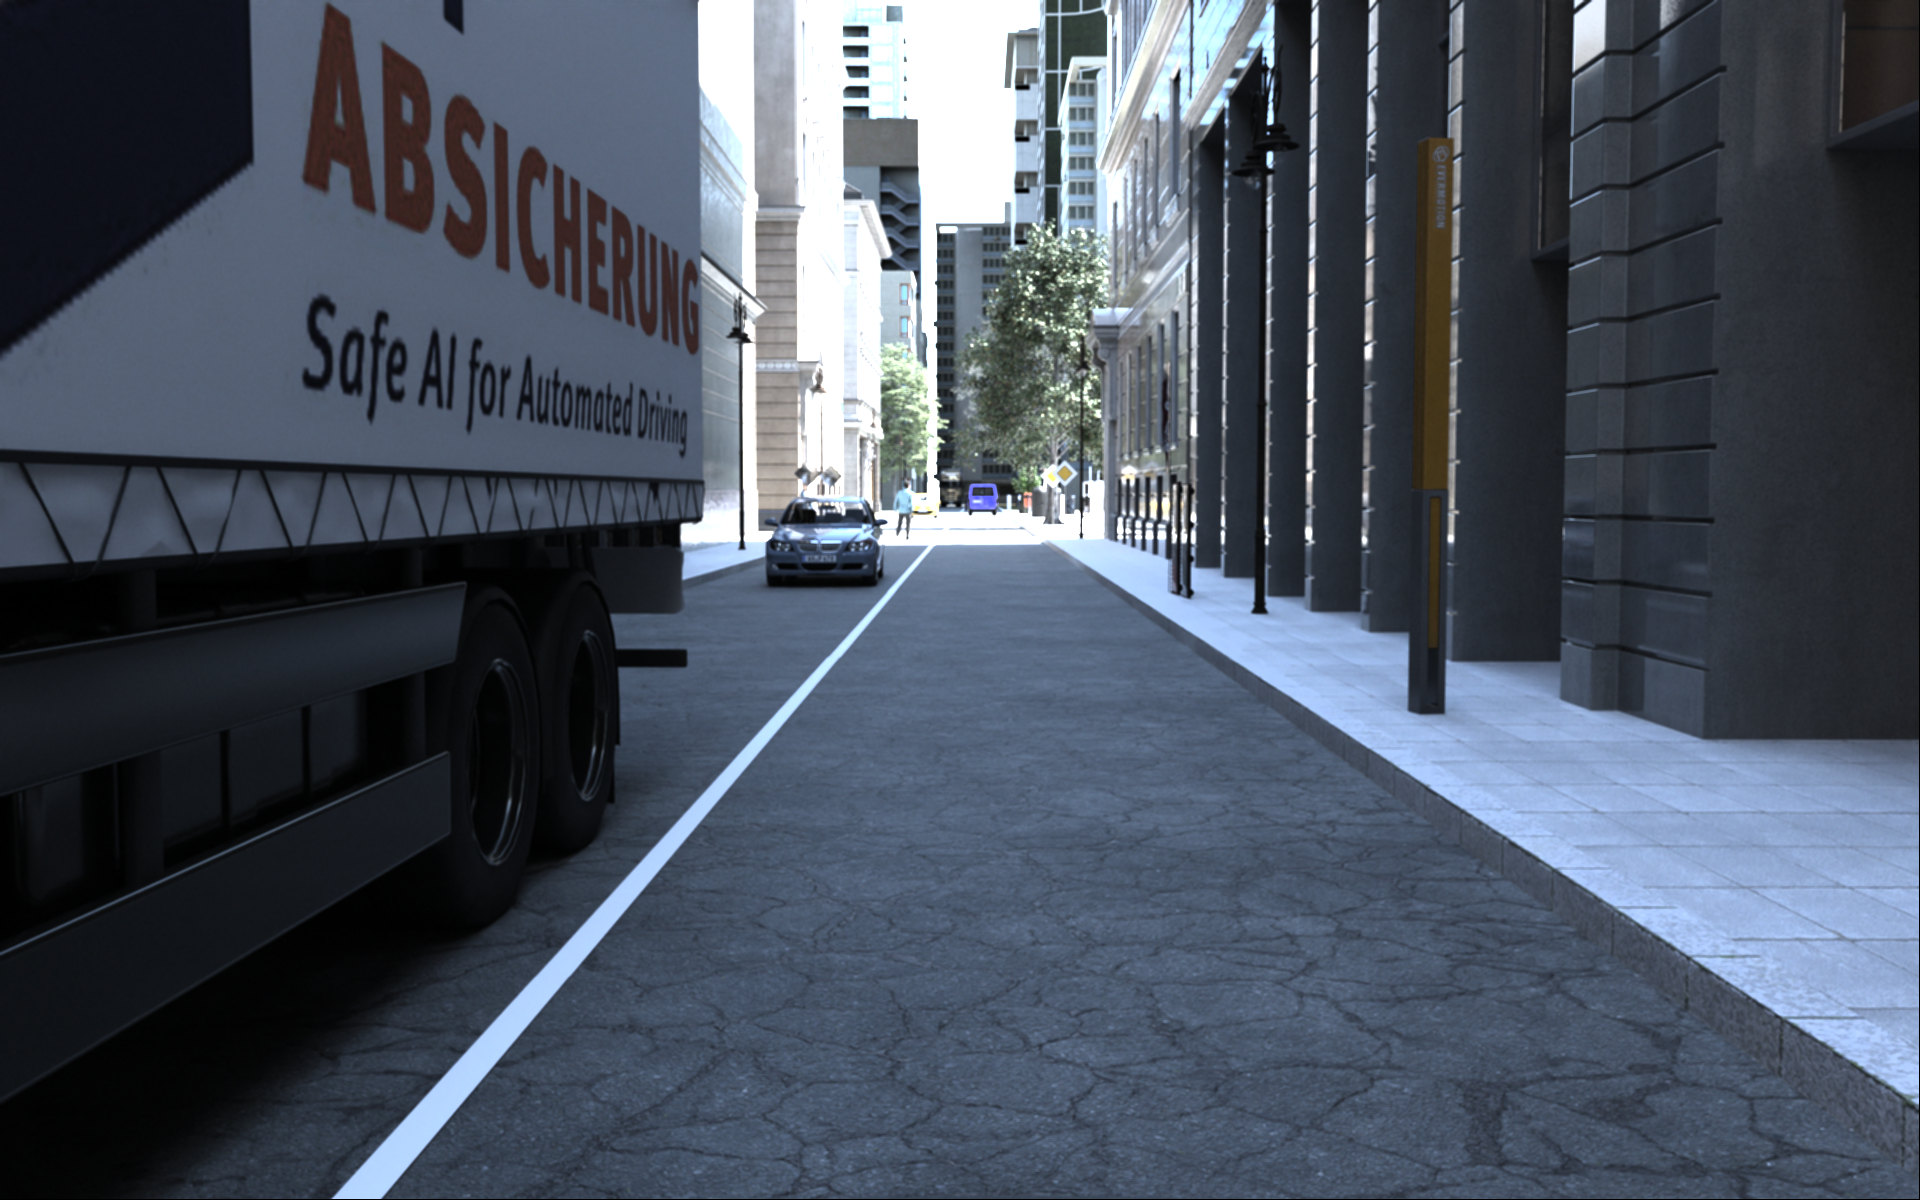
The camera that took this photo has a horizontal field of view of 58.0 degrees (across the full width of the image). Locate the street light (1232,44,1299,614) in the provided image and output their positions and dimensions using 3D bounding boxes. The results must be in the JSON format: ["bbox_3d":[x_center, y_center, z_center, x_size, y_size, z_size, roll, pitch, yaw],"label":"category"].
[{"bbox_3d":[3.222,-2.792,18.443,0.468,5.910,1.993,0,4,1],"label":"street light"}]

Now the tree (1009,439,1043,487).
[{"bbox_3d":[5.038,-11.285,134.865,4.360,8.622,3.978,0,3,0],"label":"tree"}]

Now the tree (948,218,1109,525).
[{"bbox_3d":[3.992,-9.484,72.065,9.611,12.733,9.660,0,3,0],"label":"tree"}]

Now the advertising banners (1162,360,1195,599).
[{"bbox_3d":[2.768,-1.585,22.099,0.090,3.025,2.074,0,4,-2],"label":"advertising banners"}]

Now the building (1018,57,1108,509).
[{"bbox_3d":[21.276,-27.931,148.549,32.217,40.220,23.993,0,4,1],"label":"building"}]

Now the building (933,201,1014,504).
[{"bbox_3d":[8.450,-33.045,232.166,23.993,40.220,32.217,0,4,1],"label":"building"}]

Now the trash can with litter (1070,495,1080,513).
[{"bbox_3d":[8.102,-6.707,120.721,1.678,1.210,2.233,2,4,30],"label":"trash can with litter"}]

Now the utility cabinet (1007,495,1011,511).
[{"bbox_3d":[3.773,-7.471,133.317,0.306,1.237,1.020,0,4,-1],"label":"utility cabinet"}]

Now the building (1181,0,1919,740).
[{"bbox_3d":[9.332,-14.543,15.276,11.434,29.767,29.804,0,4,1],"label":"building"}]

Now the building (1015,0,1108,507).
[{"bbox_3d":[16.018,-44.781,170.414,20.563,71.187,20.611,0,4,1],"label":"building"}]

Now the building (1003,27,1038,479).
[{"bbox_3d":[19.357,-37.047,194.953,28.713,52.752,27.495,0,4,1],"label":"building"}]

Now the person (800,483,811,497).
[{"bbox_3d":[-5.024,-2.918,56.236,0.581,1.822,0.654,-2,4,-28],"label":"person"}]

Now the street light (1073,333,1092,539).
[{"bbox_3d":[3.506,-4.715,49.879,0.468,5.910,1.993,0,4,1],"label":"street light"}]

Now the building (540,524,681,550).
[{"bbox_3d":[-11.420,-11.866,23.686,12.332,23.373,15.834,0,4,1],"label":"building"}]

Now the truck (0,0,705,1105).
[{"bbox_3d":[-2.756,-0.903,3.675,2.839,4.237,11.283,0,4,2],"label":"truck"}]

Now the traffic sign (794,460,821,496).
[{"bbox_3d":[-4.473,-2.892,50.921,0.795,2.450,0.064,0,4,1],"label":"traffic sign"}]

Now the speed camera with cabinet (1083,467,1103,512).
[{"bbox_3d":[9.648,-8.069,126.263,0.660,3.252,2.038,2,4,33],"label":"speed camera with cabinet"}]

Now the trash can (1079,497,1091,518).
[{"bbox_3d":[6.697,-4.956,92.684,0.748,1.137,0.748,0,3,0],"label":"trash can"}]

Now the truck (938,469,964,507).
[{"bbox_3d":[-0.992,-12.521,193.634,2.839,4.237,11.283,0,3,0],"label":"truck"}]

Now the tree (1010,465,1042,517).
[{"bbox_3d":[3.963,-7.081,110.379,1.663,3.219,1.824,0,3,0],"label":"tree"}]

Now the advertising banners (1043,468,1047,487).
[{"bbox_3d":[6.080,-7.360,116.522,0.090,3.025,2.074,2,4,30],"label":"advertising banners"}]

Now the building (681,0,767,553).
[{"bbox_3d":[-20.183,-12.794,42.469,30.059,22.955,16.112,0,4,1],"label":"building"}]

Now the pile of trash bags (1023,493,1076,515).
[{"bbox_3d":[5.527,-5.923,106.596,3.447,1.369,1.912,1,4,19],"label":"pile of trash bags"}]

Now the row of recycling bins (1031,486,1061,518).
[{"bbox_3d":[4.714,-5.385,95.153,1.069,1.692,3.534,1,4,20],"label":"row of recycling bins"}]

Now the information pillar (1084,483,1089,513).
[{"bbox_3d":[8.468,-6.813,115.881,0.304,2.012,0.304,0,4,-6],"label":"information pillar"}]

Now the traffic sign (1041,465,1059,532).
[{"bbox_3d":[3.150,-3.374,58.811,0.795,2.450,0.064,0,4,1],"label":"traffic sign"}]

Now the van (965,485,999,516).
[{"bbox_3d":[1.494,-6.815,115.814,2.240,2.365,5.245,0,3,0],"label":"van"}]

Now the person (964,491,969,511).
[{"bbox_3d":[0.648,-8.648,150.693,0.445,1.727,0.742,-3,5,-44],"label":"person"}]

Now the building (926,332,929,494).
[{"bbox_3d":[-17.428,-20.401,178.599,27.650,21.520,28.899,0,4,1],"label":"building"}]

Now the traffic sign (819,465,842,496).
[{"bbox_3d":[-4.394,-3.380,58.906,0.795,2.450,0.064,0,4,1],"label":"traffic sign"}]

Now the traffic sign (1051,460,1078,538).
[{"bbox_3d":[3.071,-2.886,50.826,0.795,2.450,0.064,0,4,1],"label":"traffic sign"}]

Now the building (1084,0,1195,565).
[{"bbox_3d":[10.337,-15.554,40.213,13.634,28.700,20.117,0,4,1],"label":"building"}]

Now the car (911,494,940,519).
[{"bbox_3d":[-2.166,-5.648,102.575,2.015,1.641,3.980,0,4,0],"label":"car"}]

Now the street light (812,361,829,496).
[{"bbox_3d":[-4.810,-5.340,60.092,0.468,5.910,1.993,0,4,1],"label":"street light"}]

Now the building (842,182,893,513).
[{"bbox_3d":[-10.053,-15.135,98.368,10.553,20.767,40.483,0,4,1],"label":"building"}]

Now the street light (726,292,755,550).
[{"bbox_3d":[-5.035,-4.102,39.853,0.468,5.910,1.993,0,4,1],"label":"street light"}]

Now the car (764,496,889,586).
[{"bbox_3d":[-2.173,-1.018,28.640,2.014,1.417,4.499,0,4,-1],"label":"car"}]

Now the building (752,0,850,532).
[{"bbox_3d":[-11.518,-17.247,67.895,13.634,28.700,20.117,0,4,1],"label":"building"}]

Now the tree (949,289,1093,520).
[{"bbox_3d":[4.356,-10.821,87.286,12.009,13.543,11.850,0,3,0],"label":"tree"}]

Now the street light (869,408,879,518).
[{"bbox_3d":[-4.545,-7.262,91.529,0.468,5.910,1.993,0,4,1],"label":"street light"}]

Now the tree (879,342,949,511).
[{"bbox_3d":[-4.540,-12.953,129.911,7.486,12.596,7.792,0,3,0],"label":"tree"}]

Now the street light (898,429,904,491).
[{"bbox_3d":[-4.222,-9.200,123.199,0.468,5.910,1.993,0,4,1],"label":"street light"}]

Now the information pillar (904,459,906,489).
[{"bbox_3d":[-3.691,-7.660,116.590,0.183,3.616,0.504,0,4,6],"label":"information pillar"}]

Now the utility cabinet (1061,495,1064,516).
[{"bbox_3d":[5.713,-5.581,102.404,0.306,1.237,1.020,3,5,43],"label":"utility cabinet"}]

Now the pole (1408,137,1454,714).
[{"bbox_3d":[2.738,-0.992,10.067,0.158,3.312,0.155,0,3,0],"label":"pole"}]

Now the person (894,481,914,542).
[{"bbox_3d":[-1.675,-2.616,51.291,0.660,1.820,0.620,1,4,17],"label":"person"}]

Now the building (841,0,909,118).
[{"bbox_3d":[-19.823,-55.940,227.282,31.000,86.520,22.319,0,4,1],"label":"building"}]

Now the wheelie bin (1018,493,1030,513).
[{"bbox_3d":[4.250,-6.439,113.183,0.980,1.594,0.693,-3,5,-44],"label":"wheelie bin"}]

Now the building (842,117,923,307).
[{"bbox_3d":[-11.623,-33.782,202.442,14.200,45.320,14.600,0,4,1],"label":"building"}]

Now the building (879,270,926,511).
[{"bbox_3d":[-17.392,-18.577,148.765,27.650,21.520,28.899,0,4,1],"label":"building"}]
